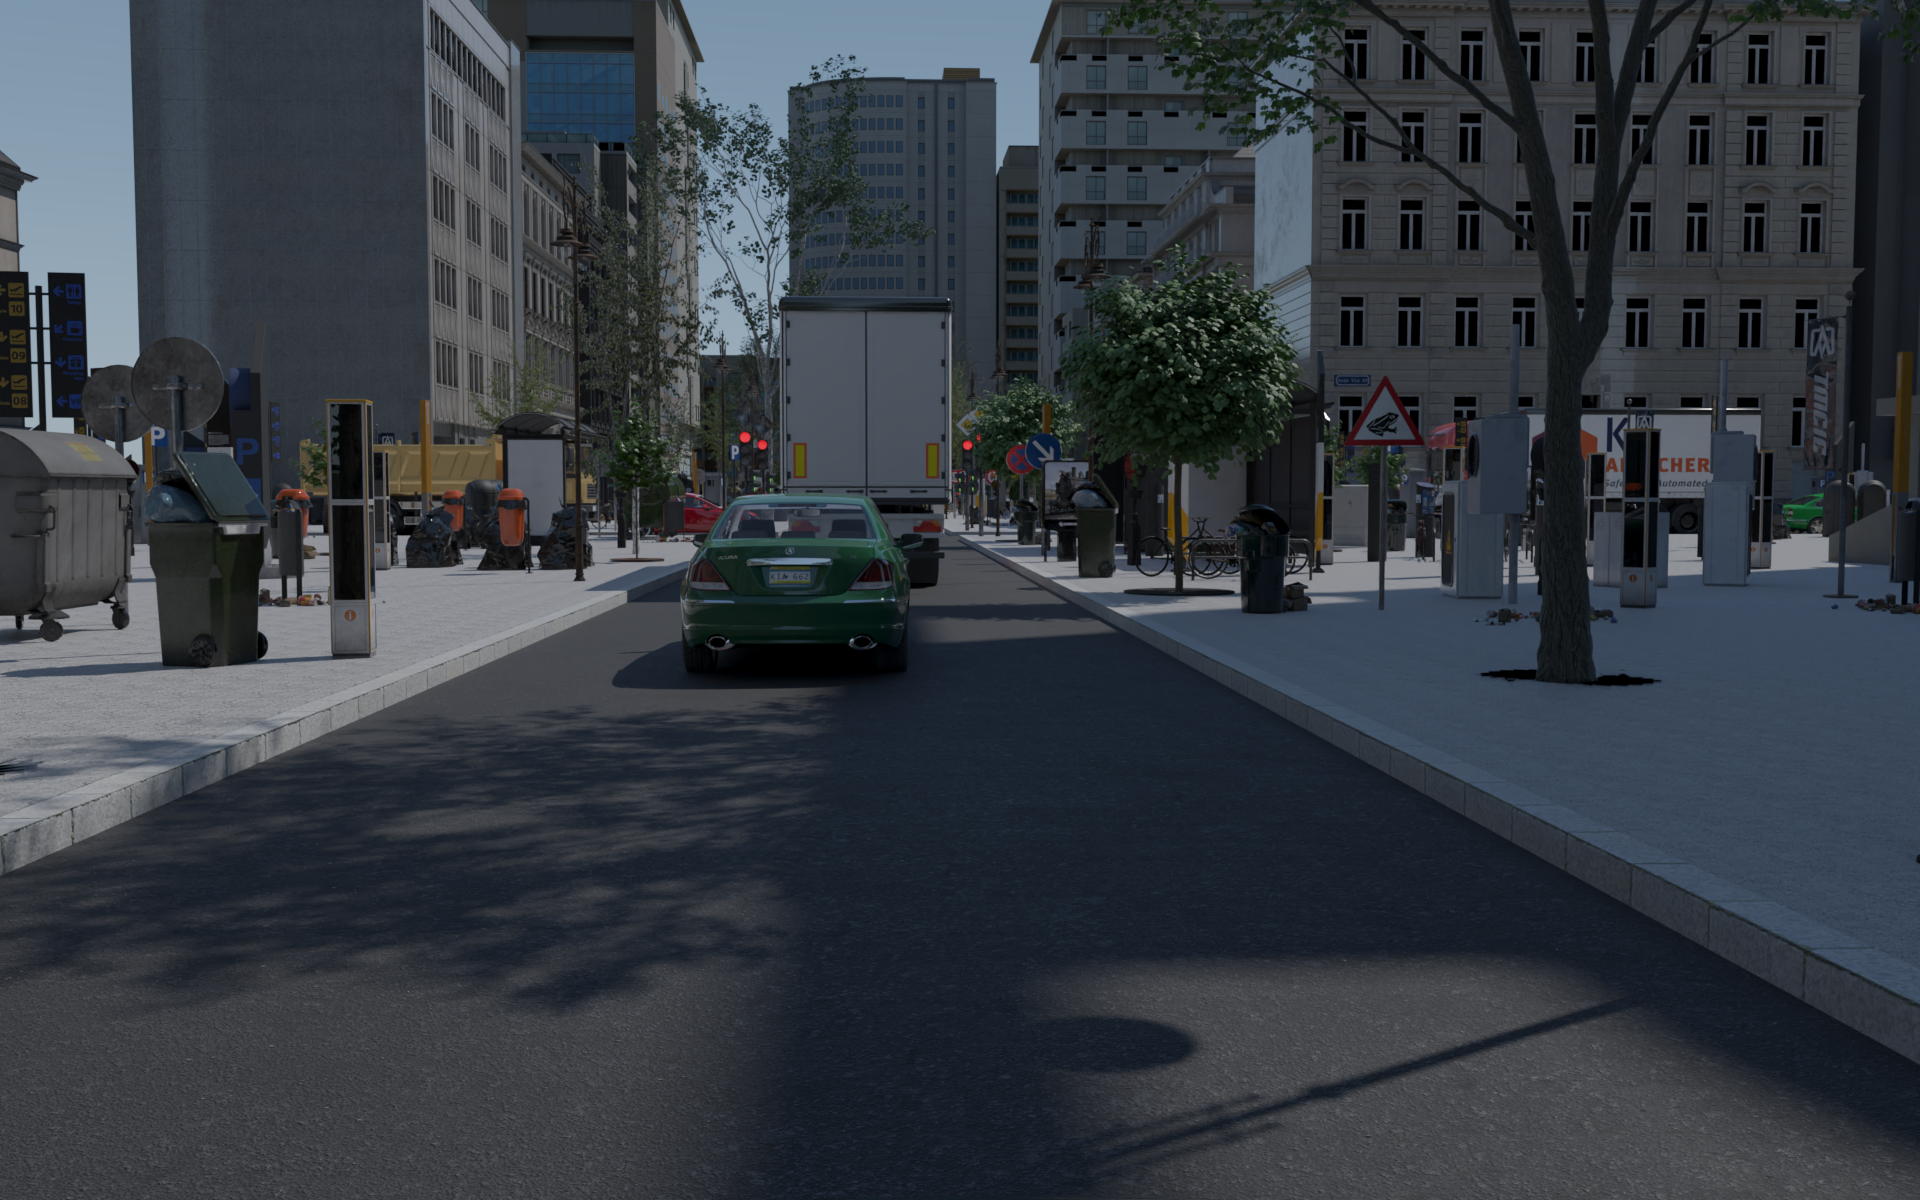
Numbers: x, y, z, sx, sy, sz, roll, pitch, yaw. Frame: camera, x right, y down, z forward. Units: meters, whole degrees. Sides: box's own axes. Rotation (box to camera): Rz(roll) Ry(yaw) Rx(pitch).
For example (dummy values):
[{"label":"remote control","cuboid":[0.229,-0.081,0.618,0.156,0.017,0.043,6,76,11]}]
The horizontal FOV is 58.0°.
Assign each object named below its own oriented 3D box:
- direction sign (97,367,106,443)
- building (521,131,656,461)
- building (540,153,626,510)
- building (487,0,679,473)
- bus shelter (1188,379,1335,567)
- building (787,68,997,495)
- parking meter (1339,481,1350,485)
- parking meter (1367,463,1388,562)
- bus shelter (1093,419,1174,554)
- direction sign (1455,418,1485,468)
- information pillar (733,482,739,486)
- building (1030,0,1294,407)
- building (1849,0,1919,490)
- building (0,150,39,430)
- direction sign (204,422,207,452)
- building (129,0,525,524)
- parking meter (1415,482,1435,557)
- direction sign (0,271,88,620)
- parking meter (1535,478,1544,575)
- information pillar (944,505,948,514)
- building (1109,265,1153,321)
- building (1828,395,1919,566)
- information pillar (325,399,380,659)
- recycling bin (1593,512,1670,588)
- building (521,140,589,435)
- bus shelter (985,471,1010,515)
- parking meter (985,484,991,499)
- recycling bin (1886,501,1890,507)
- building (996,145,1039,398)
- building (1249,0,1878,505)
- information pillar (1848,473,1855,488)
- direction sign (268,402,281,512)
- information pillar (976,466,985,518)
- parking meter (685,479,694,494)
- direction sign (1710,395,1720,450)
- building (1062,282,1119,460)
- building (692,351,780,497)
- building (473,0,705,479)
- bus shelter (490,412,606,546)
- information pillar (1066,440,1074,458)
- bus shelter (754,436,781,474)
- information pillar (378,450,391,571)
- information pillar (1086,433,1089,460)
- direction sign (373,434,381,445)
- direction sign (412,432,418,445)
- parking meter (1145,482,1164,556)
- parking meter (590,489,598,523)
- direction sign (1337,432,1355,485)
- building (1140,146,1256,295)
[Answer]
[{"label":"direction sign","cuboid":[-15.687,-2.401,31.253,0.876,3.537,0.379,2,4,29]},{"label":"building","cuboid":[-32.852,-22.630,141.700,14.160,30.474,14.107,0,4,-3]},{"label":"building","cuboid":[-30.713,-17.806,120.805,12.332,23.373,15.834,0,4,-3]},{"label":"building","cuboid":[-33.133,-30.909,155.475,14.600,45.320,14.200,0,4,-3]},{"label":"bus shelter","cuboid":[5.318,-2.368,32.644,2.014,3.302,5.546,0,4,-3]},{"label":"building","cuboid":[-9.637,-42.840,242.425,28.212,58.520,21.231,0,4,-3]},{"label":"parking meter","cuboid":[15.861,-4.018,71.408,0.399,1.863,0.255,3,5,40]},{"label":"parking meter","cuboid":[7.938,-1.663,32.909,0.255,1.863,0.399,3,4,38]},{"label":"bus shelter","cuboid":[3.838,-2.971,39.857,1.731,3.624,6.357,0,4,-3]},{"label":"direction sign","cuboid":[15.092,-3.628,51.322,0.876,3.537,0.379,0,4,0]},{"label":"information pillar","cuboid":[-13.127,-5.938,101.582,0.304,2.012,0.304,-1,4,-21]},{"label":"building","cuboid":[22.858,-36.332,183.269,28.713,52.752,27.495,0,4,-3]},{"label":"building","cuboid":[52.284,-17.697,82.845,24.014,27.812,14.314,0,4,-3]},{"label":"building","cuboid":[-53.076,-12.980,76.858,19.286,19.102,10.561,0,4,-3]},{"label":"direction sign","cuboid":[-17.219,-2.936,40.005,0.876,3.537,0.379,3,5,41]},{"label":"building","cuboid":[-28.884,-16.173,82.450,12.078,24.808,19.932,0,4,-3]},{"label":"parking meter","cuboid":[9.459,-1.640,35.224,0.372,1.533,0.369,0,3,0]},{"label":"direction sign","cuboid":[-9.385,-1.574,17.737,0.876,3.537,0.379,-1,4,-12]},{"label":"parking meter","cuboid":[9.314,-1.163,27.424,0.372,1.533,0.369,0,3,0]},{"label":"information pillar","cuboid":[-0.977,-7.224,109.463,0.504,3.616,0.183,-2,4,-32]},{"label":"building","cuboid":[16.692,-16.052,127.071,10.561,19.102,19.286,0,4,-3]},{"label":"building","cuboid":[32.990,-20.416,25.682,32.217,40.220,23.993,0,4,-3]},{"label":"information pillar","cuboid":[-4.775,-0.557,13.600,0.304,2.012,0.304,-1,4,-9]},{"label":"recycling bin","cuboid":[9.270,-0.696,23.932,0.722,1.027,0.722,-1,4,-19]},{"label":"building","cuboid":[-29.098,-16.749,102.731,11.050,23.489,19.941,0,4,-3]},{"label":"bus shelter","cuboid":[2.429,-6.958,107.686,2.014,3.302,5.546,0,4,-3]},{"label":"parking meter","cuboid":[1.592,-5.821,100.890,0.255,1.863,0.399,-3,5,-42]},{"label":"recycling bin","cuboid":[34.175,-3.125,63.645,0.722,1.027,0.722,-1,4,-15]},{"label":"building","cuboid":[15.291,-37.926,243.795,21.600,48.544,21.300,0,4,-3]},{"label":"building","cuboid":[26.991,-17.359,81.076,25.104,27.353,12.463,0,4,-3]},{"label":"information pillar","cuboid":[31.498,-3.483,61.444,0.304,2.012,0.304,-1,4,-17]},{"label":"direction sign","cuboid":[-16.924,-3.085,42.435,0.379,3.537,0.876,1,4,15]},{"label":"information pillar","cuboid":[1.090,-6.119,91.408,0.504,3.616,0.183,1,4,12]},{"label":"parking meter","cuboid":[-9.804,-3.477,62.559,0.399,1.863,0.255,-1,4,-19]},{"label":"direction sign","cuboid":[17.406,-2.933,39.945,0.379,3.537,0.876,2,4,35]},{"label":"building","cuboid":[24.540,-19.027,156.127,27.650,21.520,28.899,0,4,-3]},{"label":"building","cuboid":[-38.764,-24.493,245.505,28.899,21.520,27.650,0,4,-3]},{"label":"building","cuboid":[-41.692,-36.186,180.886,27.495,52.752,28.713,0,4,-3]},{"label":"bus shelter","cuboid":[-10.687,-3.148,45.389,2.014,3.302,5.546,0,4,-3]},{"label":"information pillar","cuboid":[4.603,-4.976,72.704,0.183,3.616,0.504,-2,4,-27]},{"label":"bus shelter","cuboid":[-12.126,-8.157,111.003,2.179,5.291,8.768,0,4,-3]},{"label":"information pillar","cuboid":[-9.771,-1.506,29.116,0.304,2.012,0.304,0,4,-6]},{"label":"information pillar","cuboid":[4.918,-4.604,66.626,0.183,3.616,0.504,0,4,-2]},{"label":"direction sign","cuboid":[-21.850,-4.456,64.855,0.876,3.537,0.379,-2,4,-31]},{"label":"direction sign","cuboid":[-19.889,-4.360,63.282,0.379,3.537,0.876,-2,4,-29]},{"label":"parking meter","cuboid":[4.024,-1.676,35.806,0.372,1.533,0.369,0,3,0]},{"label":"parking meter","cuboid":[-16.253,-4.194,76.982,0.372,1.533,0.369,0,3,0]},{"label":"direction sign","cuboid":[13.996,-4.337,62.905,0.876,3.537,0.379,-2,4,-34]},{"label":"building","cuboid":[19.314,-16.099,105.026,13.314,21.916,24.055,0,4,-3]}]
